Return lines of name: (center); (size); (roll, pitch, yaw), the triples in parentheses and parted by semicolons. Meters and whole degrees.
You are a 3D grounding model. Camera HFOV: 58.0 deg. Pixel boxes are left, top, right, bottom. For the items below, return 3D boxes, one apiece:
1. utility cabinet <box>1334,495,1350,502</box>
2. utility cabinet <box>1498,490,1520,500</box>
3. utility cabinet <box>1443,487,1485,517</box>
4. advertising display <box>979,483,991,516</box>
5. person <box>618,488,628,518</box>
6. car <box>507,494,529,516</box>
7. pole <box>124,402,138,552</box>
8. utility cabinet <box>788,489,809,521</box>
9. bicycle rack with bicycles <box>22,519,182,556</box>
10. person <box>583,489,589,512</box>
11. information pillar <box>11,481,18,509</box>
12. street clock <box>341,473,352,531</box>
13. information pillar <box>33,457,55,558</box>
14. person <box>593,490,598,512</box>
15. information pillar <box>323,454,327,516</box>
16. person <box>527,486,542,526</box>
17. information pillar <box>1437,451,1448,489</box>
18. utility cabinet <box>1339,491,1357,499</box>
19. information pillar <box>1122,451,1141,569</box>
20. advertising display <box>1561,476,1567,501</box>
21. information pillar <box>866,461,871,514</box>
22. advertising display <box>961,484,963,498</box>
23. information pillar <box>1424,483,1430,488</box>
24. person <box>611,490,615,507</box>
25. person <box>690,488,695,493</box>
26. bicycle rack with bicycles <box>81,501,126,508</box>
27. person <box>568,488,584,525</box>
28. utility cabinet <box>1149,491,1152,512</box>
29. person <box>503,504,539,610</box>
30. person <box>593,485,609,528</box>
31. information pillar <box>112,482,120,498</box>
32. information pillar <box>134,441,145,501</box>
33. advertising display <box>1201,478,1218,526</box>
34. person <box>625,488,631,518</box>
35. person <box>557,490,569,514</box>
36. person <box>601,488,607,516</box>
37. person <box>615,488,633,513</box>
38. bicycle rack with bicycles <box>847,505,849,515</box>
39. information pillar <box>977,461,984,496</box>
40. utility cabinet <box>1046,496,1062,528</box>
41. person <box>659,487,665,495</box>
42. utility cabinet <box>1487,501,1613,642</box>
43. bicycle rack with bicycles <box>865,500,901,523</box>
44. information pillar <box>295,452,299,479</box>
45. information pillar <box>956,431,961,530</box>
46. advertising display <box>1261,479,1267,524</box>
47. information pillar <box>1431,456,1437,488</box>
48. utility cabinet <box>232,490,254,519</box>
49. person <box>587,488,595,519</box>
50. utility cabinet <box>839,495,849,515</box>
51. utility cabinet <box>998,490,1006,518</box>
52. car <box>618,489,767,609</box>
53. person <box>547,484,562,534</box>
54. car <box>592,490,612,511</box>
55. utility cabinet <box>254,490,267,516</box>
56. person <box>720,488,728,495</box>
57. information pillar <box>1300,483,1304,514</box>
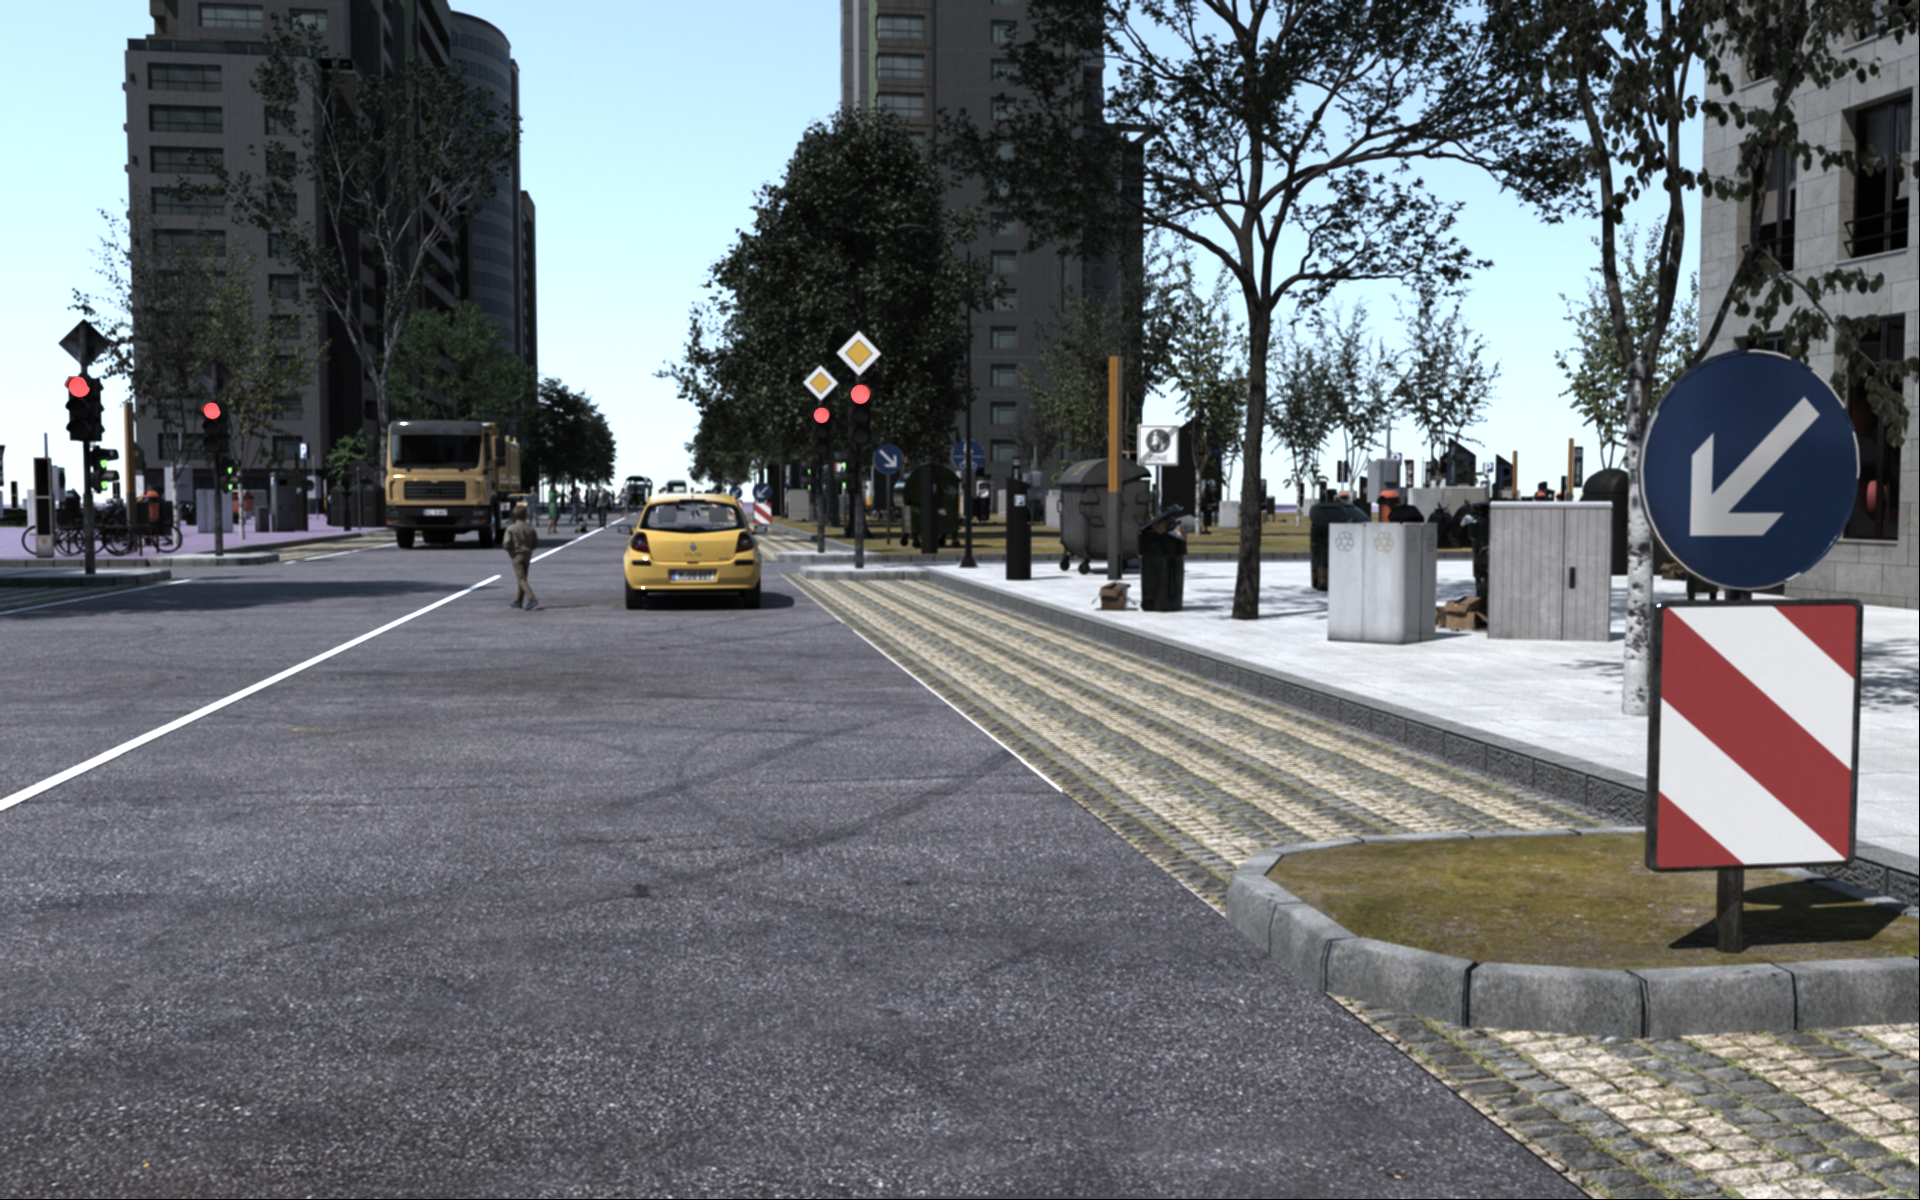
utility cabinet: (21.748, -5.329, 98.294); (1.020, 1.237, 0.306); (-1, 4, -14)
utility cabinet: (30.521, -5.364, 96.383); (1.173, 1.500, 0.318); (0, 4, 1)
utility cabinet: (15.074, -2.640, 51.836); (1.173, 1.500, 0.318); (0, 4, 2)
advertising display: (1.463, -5.985, 103.061); (0.123, 1.923, 0.974); (-3, 4, -38)
person: (-20.249, -5.829, 103.896); (0.616, 1.811, 0.778); (-2, 4, -34)
car: (-25.894, -5.593, 101.670); (2.015, 1.641, 3.980); (-1, 4, -10)
pole: (-18.429, -2.730, 38.481); (0.158, 3.312, 0.155); (0, 3, 0)
utility cabinet: (-7.613, -4.535, 82.830); (1.173, 1.500, 0.318); (-1, 4, -14)
bicycle rack with bicycles: (-18.196, -1.415, 36.516); (2.925, 0.926, 2.852); (-1, 4, -13)
person: (-30.259, -8.058, 140.381); (0.705, 1.807, 1.348); (1, 4, 9)
information pillar: (-53.464, -5.716, 97.943); (0.304, 2.012, 0.304); (-1, 4, -20)
street clock: (-21.288, -3.399, 60.142); (0.358, 2.002, 0.471); (0, 4, -6)
information pillar: (-18.409, -1.854, 34.805); (0.304, 2.012, 0.304); (-1, 4, -22)
person: (-28.517, -7.740, 135.585); (0.617, 1.759, 0.750); (-1, 4, -10)
information pillar: (-36.725, -6.657, 100.193); (0.183, 3.616, 0.504); (-1, 4, -14)
person: (-18.896, -4.146, 76.632); (0.694, 1.780, 0.624); (-2, 4, -28)
information pillar: (25.768, -6.162, 92.104); (0.504, 3.616, 0.183); (1, 4, 23)
utility cabinet: (24.688, -6.211, 110.228); (0.318, 1.500, 1.173); (-3, 5, -41)
information pillar: (2.911, -1.551, 29.851); (0.304, 2.012, 0.304); (-3, 4, -36)
advertising display: (21.393, -3.433, 61.350); (0.123, 1.923, 0.974); (2, 4, 24)
information pillar: (-5.805, -7.246, 109.823); (0.183, 3.616, 0.504); (-3, 5, -40)
advertising display: (0.331, -6.263, 107.619); (0.123, 1.923, 0.974); (-2, 4, -34)
information pillar: (31.406, -6.858, 116.617); (0.304, 2.012, 0.304); (0, 4, -5)
person: (-37.018, -10.759, 184.278); (0.599, 1.838, 0.709); (-2, 4, -28)
person: (-15.784, -5.778, 102.994); (0.620, 1.820, 0.660); (-3, 5, -44)
bicycle rack with bicycles: (-43.258, -4.593, 88.481); (2.925, 0.926, 2.852); (1, 4, 12)
person: (-17.617, -4.291, 79.497); (0.643, 1.720, 0.563); (1, 4, 11)
utility cabinet: (12.295, -6.446, 114.069); (1.173, 1.500, 0.318); (-3, 4, -38)
person: (-5.446, -0.531, 21.456); (0.640, 1.303, 0.475); (3, 4, 37)
person: (-15.161, -3.946, 73.195); (0.592, 1.802, 0.473); (1, 4, 20)
information pillar: (-50.697, -6.092, 104.101); (0.304, 2.012, 0.304); (1, 4, 13)
information pillar: (-36.407, -5.227, 76.816); (0.504, 3.616, 0.183); (1, 4, 13)
advertising display: (9.826, -3.883, 68.705); (0.974, 1.923, 0.123); (-2, 4, -34)
person: (-20.218, -5.909, 105.454); (0.374, 1.781, 0.599); (2, 4, 35)
person: (-28.095, -6.929, 122.306); (1.217, 1.766, 0.721); (1, 4, 23)
person: (-22.811, -6.235, 110.650); (0.583, 1.804, 0.606); (0, 4, -3)
person: (-25.142, -7.424, 129.520); (1.348, 1.869, 0.705); (-2, 4, -25)
bicycle rack with bicycles: (-5.535, -5.433, 102.216); (2.925, 0.926, 2.852); (-1, 4, -16)
information pillar: (1.313, -7.195, 108.985); (0.504, 3.616, 0.183); (0, 4, 7)
utility cabinet: (3.752, -3.375, 66.344); (0.306, 1.237, 1.020); (-3, 5, -44)
person: (-14.586, -4.637, 84.669); (0.624, 1.780, 0.694); (-3, 5, -41)
utility cabinet: (5.198, -0.252, 15.278); (1.020, 1.237, 0.306); (1, 4, 19)
bicycle rack with bicycles: (-2.681, -3.948, 77.925); (2.925, 0.926, 2.852); (-1, 4, -21)
information pillar: (-36.891, -6.428, 96.459); (0.183, 3.616, 0.504); (0, 4, -8)
information pillar: (-0.058, -4.321, 62.007); (0.183, 3.616, 0.504); (-1, 4, -13)
advertising display: (12.723, -4.200, 73.885); (0.974, 1.923, 0.123); (-3, 5, -42)
information pillar: (28.295, -6.847, 103.307); (0.504, 3.616, 0.183); (3, 5, 42)
utility cabinet: (-36.449, -4.838, 87.784); (1.173, 1.500, 0.318); (2, 4, 30)
person: (-20.824, -5.416, 97.538); (0.515, 1.767, 0.782); (0, 4, 1)
utility cabinet: (-7.054, -5.814, 106.215); (1.020, 1.237, 0.306); (-3, 5, -42)
utility cabinet: (2.588, -5.058, 91.374); (1.173, 1.500, 0.318); (2, 4, 29)
car: (-3.554, -0.785, 23.057); (2.015, 1.641, 3.980); (-1, 4, -9)
person: (-14.533, -3.245, 61.798); (0.600, 1.795, 0.529); (3, 5, 43)
car: (-31.564, -8.737, 151.523); (2.281, 1.827, 5.304); (-1, 4, -9)
utility cabinet: (-40.333, -5.546, 99.357); (0.318, 1.500, 1.173); (2, 4, 28)
person: (-12.478, -5.074, 91.939); (0.782, 1.767, 0.515); (1, 4, 14)
information pillar: (22.107, -6.576, 112.008); (0.304, 2.012, 0.304); (0, 4, 8)
